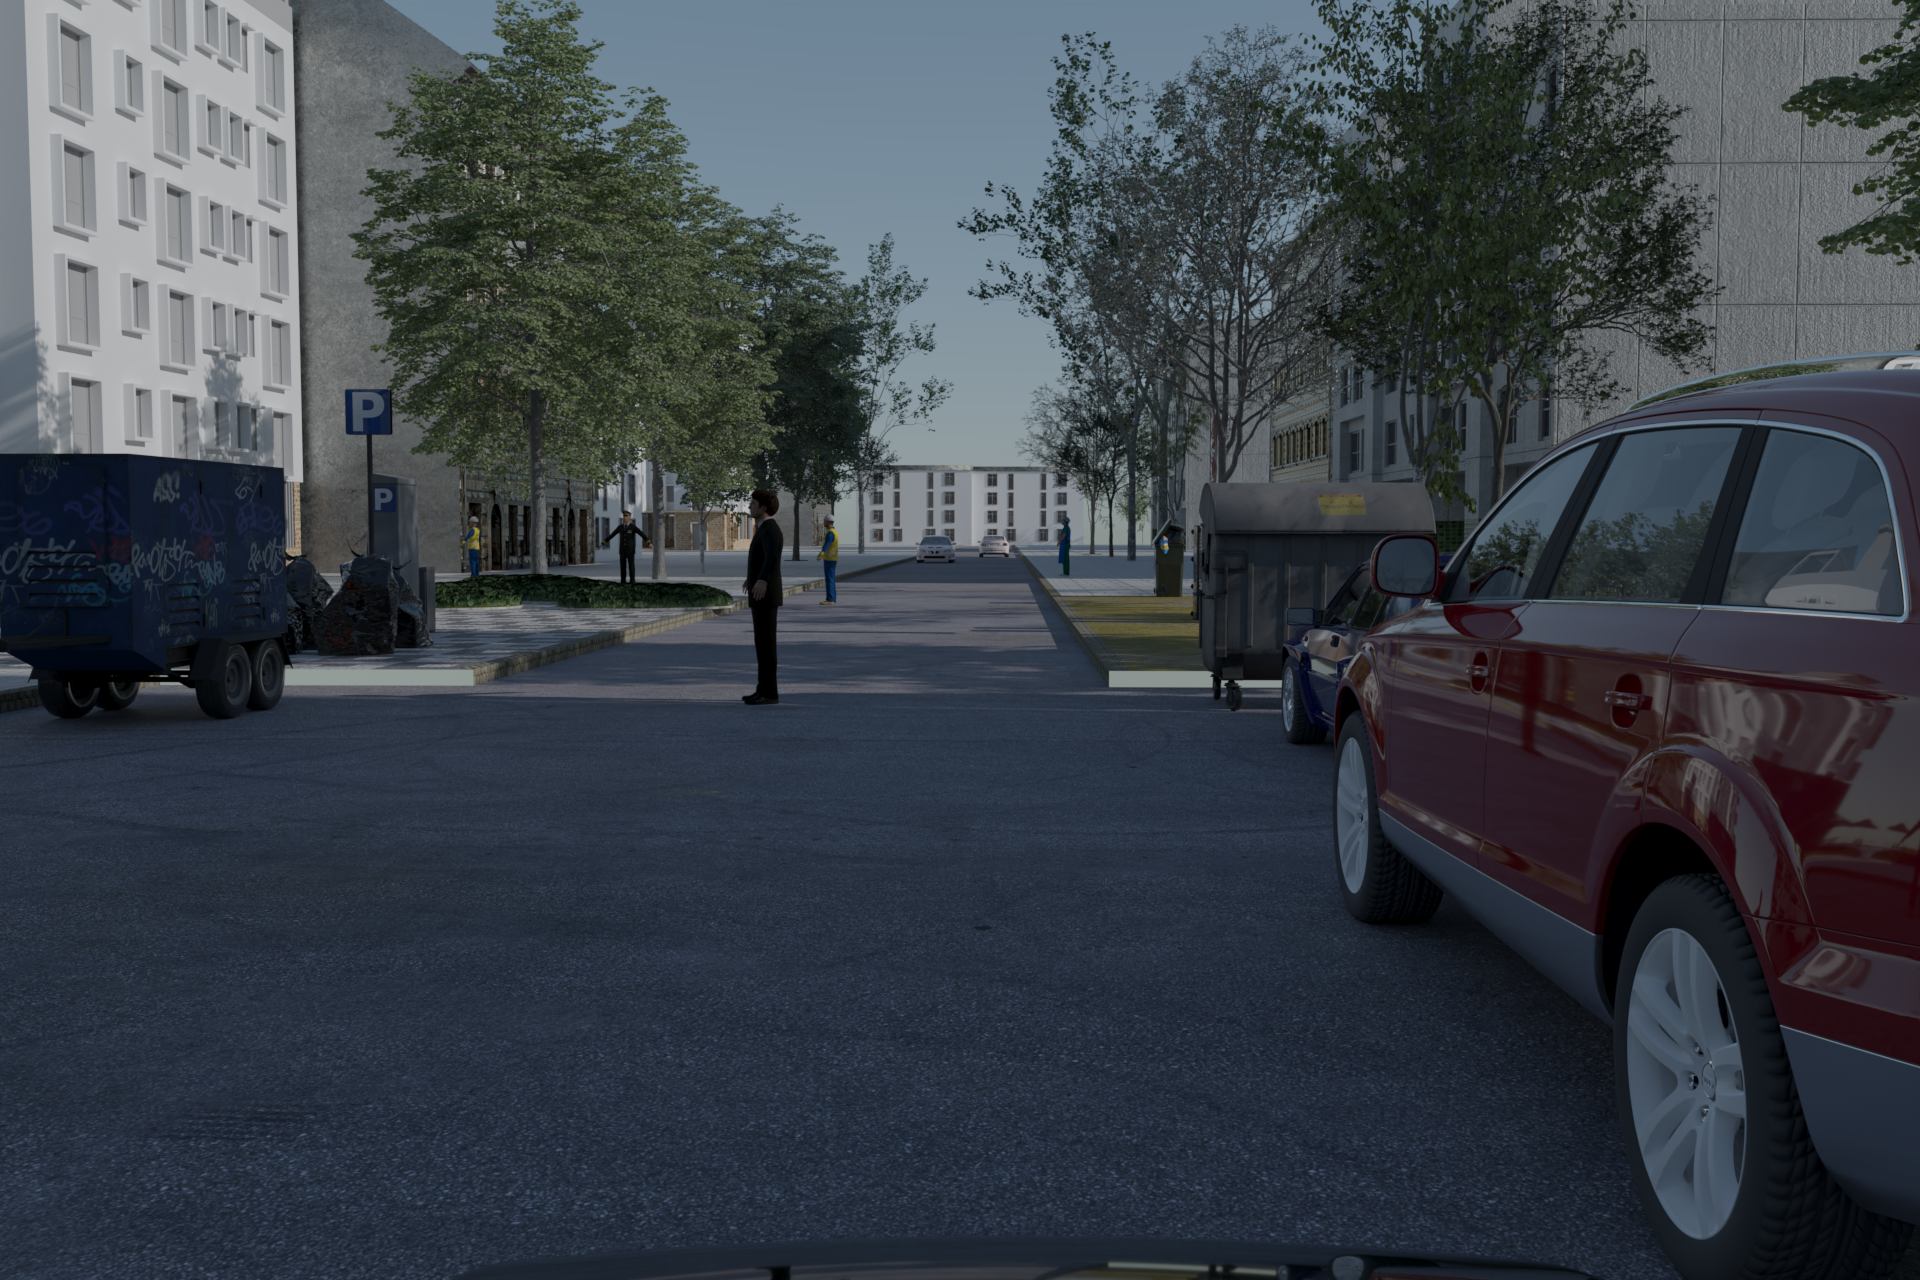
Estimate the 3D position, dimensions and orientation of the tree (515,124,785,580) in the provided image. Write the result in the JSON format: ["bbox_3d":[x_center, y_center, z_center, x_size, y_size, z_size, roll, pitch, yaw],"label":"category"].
[{"bbox_3d":[-8.941,-7.983,48.641,7.486,12.596,7.792,0,3,0],"label":"tree"}]

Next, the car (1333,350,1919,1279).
[{"bbox_3d":[2.411,0.239,4.760,2.281,1.827,5.304,0,4,1],"label":"car"}]

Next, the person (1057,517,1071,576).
[{"bbox_3d":[3.187,-2.854,52.783,0.704,1.817,1.347,1,4,15],"label":"person"}]

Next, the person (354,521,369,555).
[{"bbox_3d":[-17.644,-2.794,51.874,1.347,1.806,0.705,2,4,35],"label":"person"}]

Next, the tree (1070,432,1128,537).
[{"bbox_3d":[8.940,-10.301,118.778,4.360,8.622,3.978,0,3,0],"label":"tree"}]

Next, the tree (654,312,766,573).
[{"bbox_3d":[-8.391,-6.477,56.260,4.737,8.622,4.395,0,3,0],"label":"tree"}]

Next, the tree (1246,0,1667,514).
[{"bbox_3d":[5.381,-4.212,19.222,4.737,8.622,4.395,0,3,0],"label":"tree"}]

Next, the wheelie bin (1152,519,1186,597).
[{"bbox_3d":[4.290,-1.687,35.487,0.693,1.594,0.980,0,4,2],"label":"wheelie bin"}]

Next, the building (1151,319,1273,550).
[{"bbox_3d":[26.489,-17.412,151.137,16.747,18.905,31.486,0,4,1],"label":"building"}]

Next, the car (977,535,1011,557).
[{"bbox_3d":[2.106,-5.808,107.327,2.083,1.381,4.827,0,4,1],"label":"car"}]

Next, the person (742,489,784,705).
[{"bbox_3d":[-1.685,-0.369,14.678,0.705,1.806,1.347,-1,4,-11],"label":"person"}]

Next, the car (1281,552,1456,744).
[{"bbox_3d":[3.063,0.118,10.655,1.945,1.354,3.894,0,4,1],"label":"car"}]

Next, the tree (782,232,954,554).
[{"bbox_3d":[-6.450,-15.590,110.778,12.611,20.169,13.585,0,3,0],"label":"tree"}]

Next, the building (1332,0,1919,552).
[{"bbox_3d":[24.972,-11.996,62.598,16.747,18.905,31.486,0,4,1],"label":"building"}]

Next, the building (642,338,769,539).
[{"bbox_3d":[-24.760,-18.834,164.355,16.016,20.090,11.380,0,4,1],"label":"building"}]

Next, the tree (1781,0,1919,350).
[{"bbox_3d":[12.190,-6.033,16.771,7.486,12.596,7.792,0,3,0],"label":"tree"}]

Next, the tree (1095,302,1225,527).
[{"bbox_3d":[6.920,-6.352,54.218,4.360,8.622,3.978,0,3,0],"label":"tree"}]

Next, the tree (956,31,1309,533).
[{"bbox_3d":[6.545,-12.906,66.901,12.611,20.169,13.585,0,3,0],"label":"tree"}]

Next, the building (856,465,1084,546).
[{"bbox_3d":[1.211,-16.336,211.694,28.070,9.664,9.099,0,4,-3],"label":"building"}]

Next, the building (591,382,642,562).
[{"bbox_3d":[-20.960,-9.046,90.047,9.099,9.664,28.070,0,4,1],"label":"building"}]

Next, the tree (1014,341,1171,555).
[{"bbox_3d":[8.377,-12.101,108.218,12.009,13.543,11.850,0,3,0],"label":"tree"}]

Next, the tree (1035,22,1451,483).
[{"bbox_3d":[6.461,-8.027,41.610,12.009,13.543,11.850,0,3,0],"label":"tree"}]

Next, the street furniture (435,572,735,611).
[{"bbox_3d":[-8.388,-1.056,32.892,5.734,0.657,10.072,-2,4,-27],"label":"street furniture"}]

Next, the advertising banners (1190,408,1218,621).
[{"bbox_3d":[3.533,-1.767,25.075,0.090,3.025,2.074,0,4,0],"label":"advertising banners"}]

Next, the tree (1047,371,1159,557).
[{"bbox_3d":[8.236,-9.960,97.266,7.601,10.594,8.767,-2,4,-30],"label":"tree"}]

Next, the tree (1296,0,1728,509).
[{"bbox_3d":[9.266,-5.775,28.840,7.601,10.594,8.767,-1,4,-15],"label":"tree"}]

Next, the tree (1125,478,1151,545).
[{"bbox_3d":[21.791,-15.781,208.385,4.737,8.622,4.395,0,3,0],"label":"tree"}]

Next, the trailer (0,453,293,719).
[{"bbox_3d":[-6.340,-0.367,13.042,1.471,1.999,3.904,0,4,1],"label":"trailer"}]

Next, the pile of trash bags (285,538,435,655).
[{"bbox_3d":[-6.974,-0.527,18.363,1.912,1.369,3.447,0,4,3],"label":"pile of trash bags"}]

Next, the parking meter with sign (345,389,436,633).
[{"bbox_3d":[-7.084,-1.558,21.734,0.543,3.016,1.738,0,4,2],"label":"parking meter with sign"}]

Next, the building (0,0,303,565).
[{"bbox_3d":[-26.316,-11.368,42.294,16.016,20.090,11.380,0,4,1],"label":"building"}]

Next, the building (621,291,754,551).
[{"bbox_3d":[-23.000,-17.096,135.940,16.016,20.090,11.380,0,4,1],"label":"building"}]

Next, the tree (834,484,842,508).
[{"bbox_3d":[-16.265,-16.043,212.668,4.360,8.622,3.978,0,3,0],"label":"tree"}]

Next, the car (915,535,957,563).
[{"bbox_3d":[-1.201,-4.588,87.374,2.083,1.381,4.827,0,4,1],"label":"car"}]

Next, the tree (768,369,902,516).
[{"bbox_3d":[-6.617,-9.682,92.716,7.601,10.594,8.767,-1,4,-21],"label":"tree"}]

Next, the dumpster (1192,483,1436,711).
[{"bbox_3d":[2.925,-0.382,14.456,1.865,1.857,1.264,0,4,1],"label":"dumpster"}]

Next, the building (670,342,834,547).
[{"bbox_3d":[-23.973,-21.795,187.272,19.493,23.208,18.063,0,4,2],"label":"building"}]

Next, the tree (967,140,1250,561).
[{"bbox_3d":[7.192,-13.954,84.037,12.611,20.169,13.585,0,3,0],"label":"tree"}]

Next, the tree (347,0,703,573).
[{"bbox_3d":[-9.164,-7.268,36.961,7.486,12.596,7.792,0,3,0],"label":"tree"}]

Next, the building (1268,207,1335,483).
[{"bbox_3d":[26.765,-15.811,89.434,19.493,23.208,18.063,0,4,1],"label":"building"}]

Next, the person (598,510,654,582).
[{"bbox_3d":[-7.783,-2.111,40.445,1.347,1.837,0.705,1,4,8],"label":"person"}]

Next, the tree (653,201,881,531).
[{"bbox_3d":[-7.650,-9.715,65.491,9.857,13.997,8.962,0,3,0],"label":"tree"}]

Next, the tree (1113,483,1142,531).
[{"bbox_3d":[20.886,-16.066,213.046,4.737,8.622,4.395,0,3,0],"label":"tree"}]

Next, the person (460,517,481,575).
[{"bbox_3d":[-13.820,-2.599,48.953,0.721,1.772,1.216,1,4,8],"label":"person"}]

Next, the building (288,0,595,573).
[{"bbox_3d":[-25.184,-14.314,64.966,19.493,23.208,18.063,0,4,1],"label":"building"}]

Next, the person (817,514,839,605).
[{"bbox_3d":[-2.672,-1.633,35.127,0.705,1.833,1.349,0,4,6],"label":"person"}]

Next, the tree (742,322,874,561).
[{"bbox_3d":[-7.663,-9.557,82.020,9.928,11.665,9.643,0,3,0],"label":"tree"}]
